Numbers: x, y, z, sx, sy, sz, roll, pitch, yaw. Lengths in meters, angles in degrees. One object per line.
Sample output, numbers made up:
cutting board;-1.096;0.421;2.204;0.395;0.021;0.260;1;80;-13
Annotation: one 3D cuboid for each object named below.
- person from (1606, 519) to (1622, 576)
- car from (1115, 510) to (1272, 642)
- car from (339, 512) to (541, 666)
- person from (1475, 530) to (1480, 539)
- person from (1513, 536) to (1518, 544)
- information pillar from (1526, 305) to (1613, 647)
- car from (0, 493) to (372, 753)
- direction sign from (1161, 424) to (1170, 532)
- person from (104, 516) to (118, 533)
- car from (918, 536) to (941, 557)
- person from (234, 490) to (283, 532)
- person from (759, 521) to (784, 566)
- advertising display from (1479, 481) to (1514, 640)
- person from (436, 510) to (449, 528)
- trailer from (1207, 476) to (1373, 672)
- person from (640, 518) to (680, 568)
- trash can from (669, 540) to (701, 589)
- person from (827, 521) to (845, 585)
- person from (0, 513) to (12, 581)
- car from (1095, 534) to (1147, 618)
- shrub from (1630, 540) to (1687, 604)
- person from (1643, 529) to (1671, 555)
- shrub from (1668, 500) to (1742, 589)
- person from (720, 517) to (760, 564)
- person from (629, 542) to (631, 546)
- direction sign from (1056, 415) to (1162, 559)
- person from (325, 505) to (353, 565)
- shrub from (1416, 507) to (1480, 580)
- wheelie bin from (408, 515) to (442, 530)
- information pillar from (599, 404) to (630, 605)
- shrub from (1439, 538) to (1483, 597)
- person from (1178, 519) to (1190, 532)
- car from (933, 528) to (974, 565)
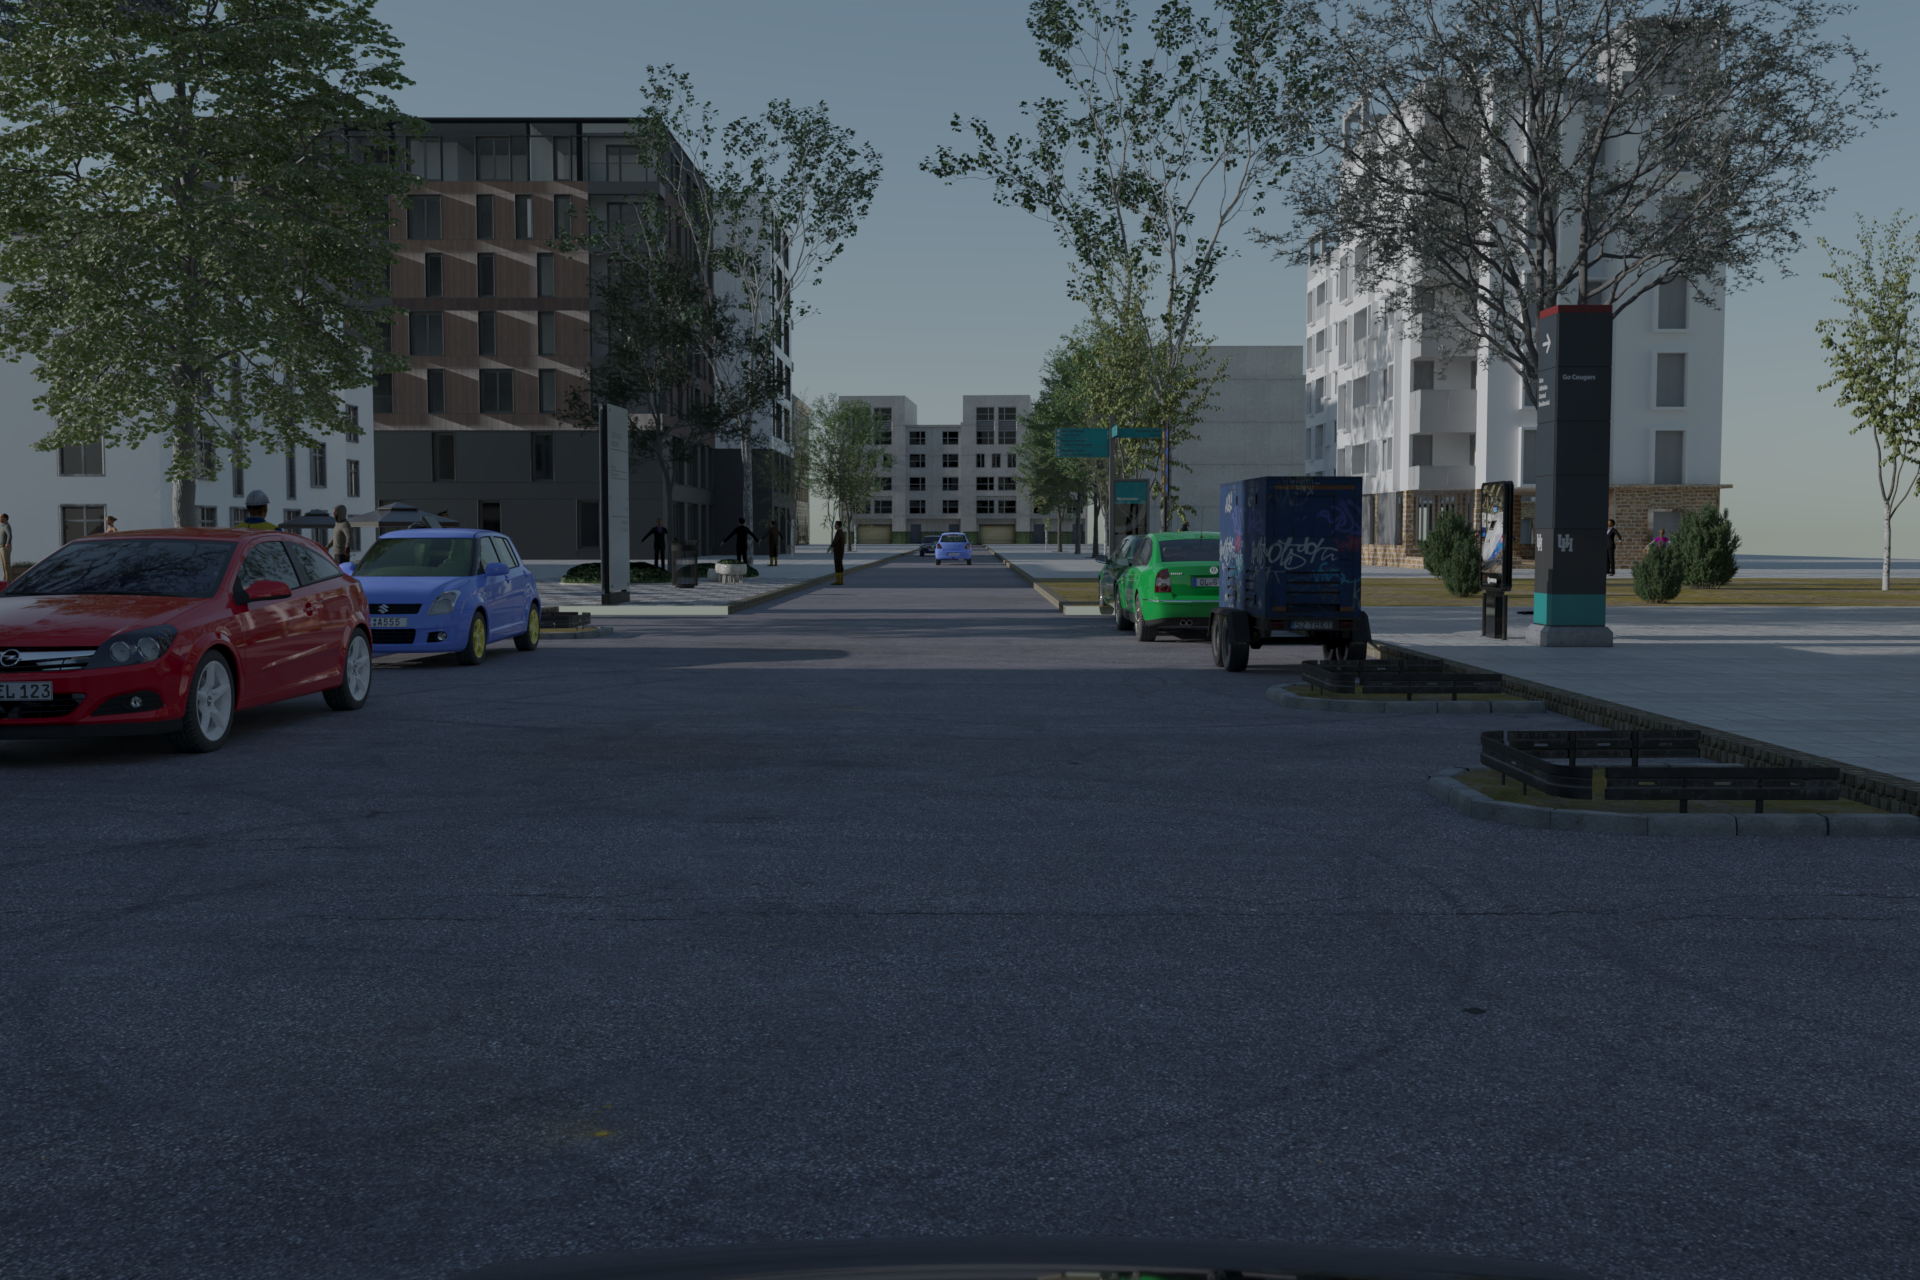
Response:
person;19.801;-2.825;52.916;0.721;1.740;1.216;-1;4;-20
car;3.230;-0.956;24.431;1.959;1.807;4.718;0;4;-1
car;-6.065;-0.637;20.001;1.945;1.707;3.694;0;4;0
person;17.338;-3.104;56.893;1.345;1.843;0.704;-1;4;-18
person;18.319;-3.199;58.770;1.216;1.772;0.721;0;4;6
information pillar;7.039;-1.868;19.917;0.750;3.857;0.750;0;3;0
car;-5.779;-0.222;12.663;2.155;1.783;4.494;0;3;0
direction sign;4.272;-2.696;36.073;0.379;3.537;0.876;0;4;-2
person;-21.075;-2.204;42.833;1.217;1.733;0.721;3;4;39
car;-1.713;-6.039;111.320;1.945;1.354;3.894;0;4;0
person;-6.373;-0.450;15.786;1.349;1.833;0.705;0;4;0
person;-7.470;-3.849;69.061;0.704;1.812;1.346;3;5;42
advertising display;6.593;-0.985;21.314;0.123;1.923;0.974;0;4;1
person;-11.843;-2.071;39.791;0.705;1.837;1.347;0;4;-7
trailer;3.454;-0.734;19.053;1.471;1.999;3.904;0;4;-1
person;-9.885;-3.106;57.013;1.346;1.802;0.704;-1;4;-19
trash can;-6.505;-1.791;40.937;0.748;1.137;0.748;0;3;0
person;-3.449;-2.456;48.755;0.704;1.812;1.346;1;4;13
person;-23.858;-2.261;43.237;0.705;1.796;1.348;-3;5;-42
car;3.442;-1.097;29.739;2.131;1.459;4.920;0;4;-1
shrub;12.902;-1.277;32.002;1.383;1.207;1.383;0;3;0
person;19.462;-2.370;48.020;0.991;1.433;0.599;2;4;30
shrub;17.383;-2.226;40.434;1.661;2.075;1.752;0;3;0
person;-6.871;-2.950;54.423;1.347;1.806;0.705;-2;4;-32
person;-11.549;-3.186;58.274;1.347;1.806;0.705;3;5;44
direction sign;3.414;-3.036;38.397;2.525;3.948;1.411;0;4;0
person;-11.217;-1.542;31.348;0.705;1.813;1.348;-3;4;-36
shrub;13.714;-2.724;48.584;1.661;2.075;1.752;0;3;0
wheelie bin;-9.071;-1.324;29.558;0.693;1.594;0.980;0;4;0
information pillar;-6.382;-2.490;32.029;0.184;3.620;1.656;0;4;1
shrub;10.236;-1.470;35.150;1.383;1.207;1.383;0;3;0
person;8.699;-3.725;66.682;0.705;1.856;1.354;2;4;25
car;-0.294;-4.385;81.289;1.945;1.707;3.694;0;4;0
